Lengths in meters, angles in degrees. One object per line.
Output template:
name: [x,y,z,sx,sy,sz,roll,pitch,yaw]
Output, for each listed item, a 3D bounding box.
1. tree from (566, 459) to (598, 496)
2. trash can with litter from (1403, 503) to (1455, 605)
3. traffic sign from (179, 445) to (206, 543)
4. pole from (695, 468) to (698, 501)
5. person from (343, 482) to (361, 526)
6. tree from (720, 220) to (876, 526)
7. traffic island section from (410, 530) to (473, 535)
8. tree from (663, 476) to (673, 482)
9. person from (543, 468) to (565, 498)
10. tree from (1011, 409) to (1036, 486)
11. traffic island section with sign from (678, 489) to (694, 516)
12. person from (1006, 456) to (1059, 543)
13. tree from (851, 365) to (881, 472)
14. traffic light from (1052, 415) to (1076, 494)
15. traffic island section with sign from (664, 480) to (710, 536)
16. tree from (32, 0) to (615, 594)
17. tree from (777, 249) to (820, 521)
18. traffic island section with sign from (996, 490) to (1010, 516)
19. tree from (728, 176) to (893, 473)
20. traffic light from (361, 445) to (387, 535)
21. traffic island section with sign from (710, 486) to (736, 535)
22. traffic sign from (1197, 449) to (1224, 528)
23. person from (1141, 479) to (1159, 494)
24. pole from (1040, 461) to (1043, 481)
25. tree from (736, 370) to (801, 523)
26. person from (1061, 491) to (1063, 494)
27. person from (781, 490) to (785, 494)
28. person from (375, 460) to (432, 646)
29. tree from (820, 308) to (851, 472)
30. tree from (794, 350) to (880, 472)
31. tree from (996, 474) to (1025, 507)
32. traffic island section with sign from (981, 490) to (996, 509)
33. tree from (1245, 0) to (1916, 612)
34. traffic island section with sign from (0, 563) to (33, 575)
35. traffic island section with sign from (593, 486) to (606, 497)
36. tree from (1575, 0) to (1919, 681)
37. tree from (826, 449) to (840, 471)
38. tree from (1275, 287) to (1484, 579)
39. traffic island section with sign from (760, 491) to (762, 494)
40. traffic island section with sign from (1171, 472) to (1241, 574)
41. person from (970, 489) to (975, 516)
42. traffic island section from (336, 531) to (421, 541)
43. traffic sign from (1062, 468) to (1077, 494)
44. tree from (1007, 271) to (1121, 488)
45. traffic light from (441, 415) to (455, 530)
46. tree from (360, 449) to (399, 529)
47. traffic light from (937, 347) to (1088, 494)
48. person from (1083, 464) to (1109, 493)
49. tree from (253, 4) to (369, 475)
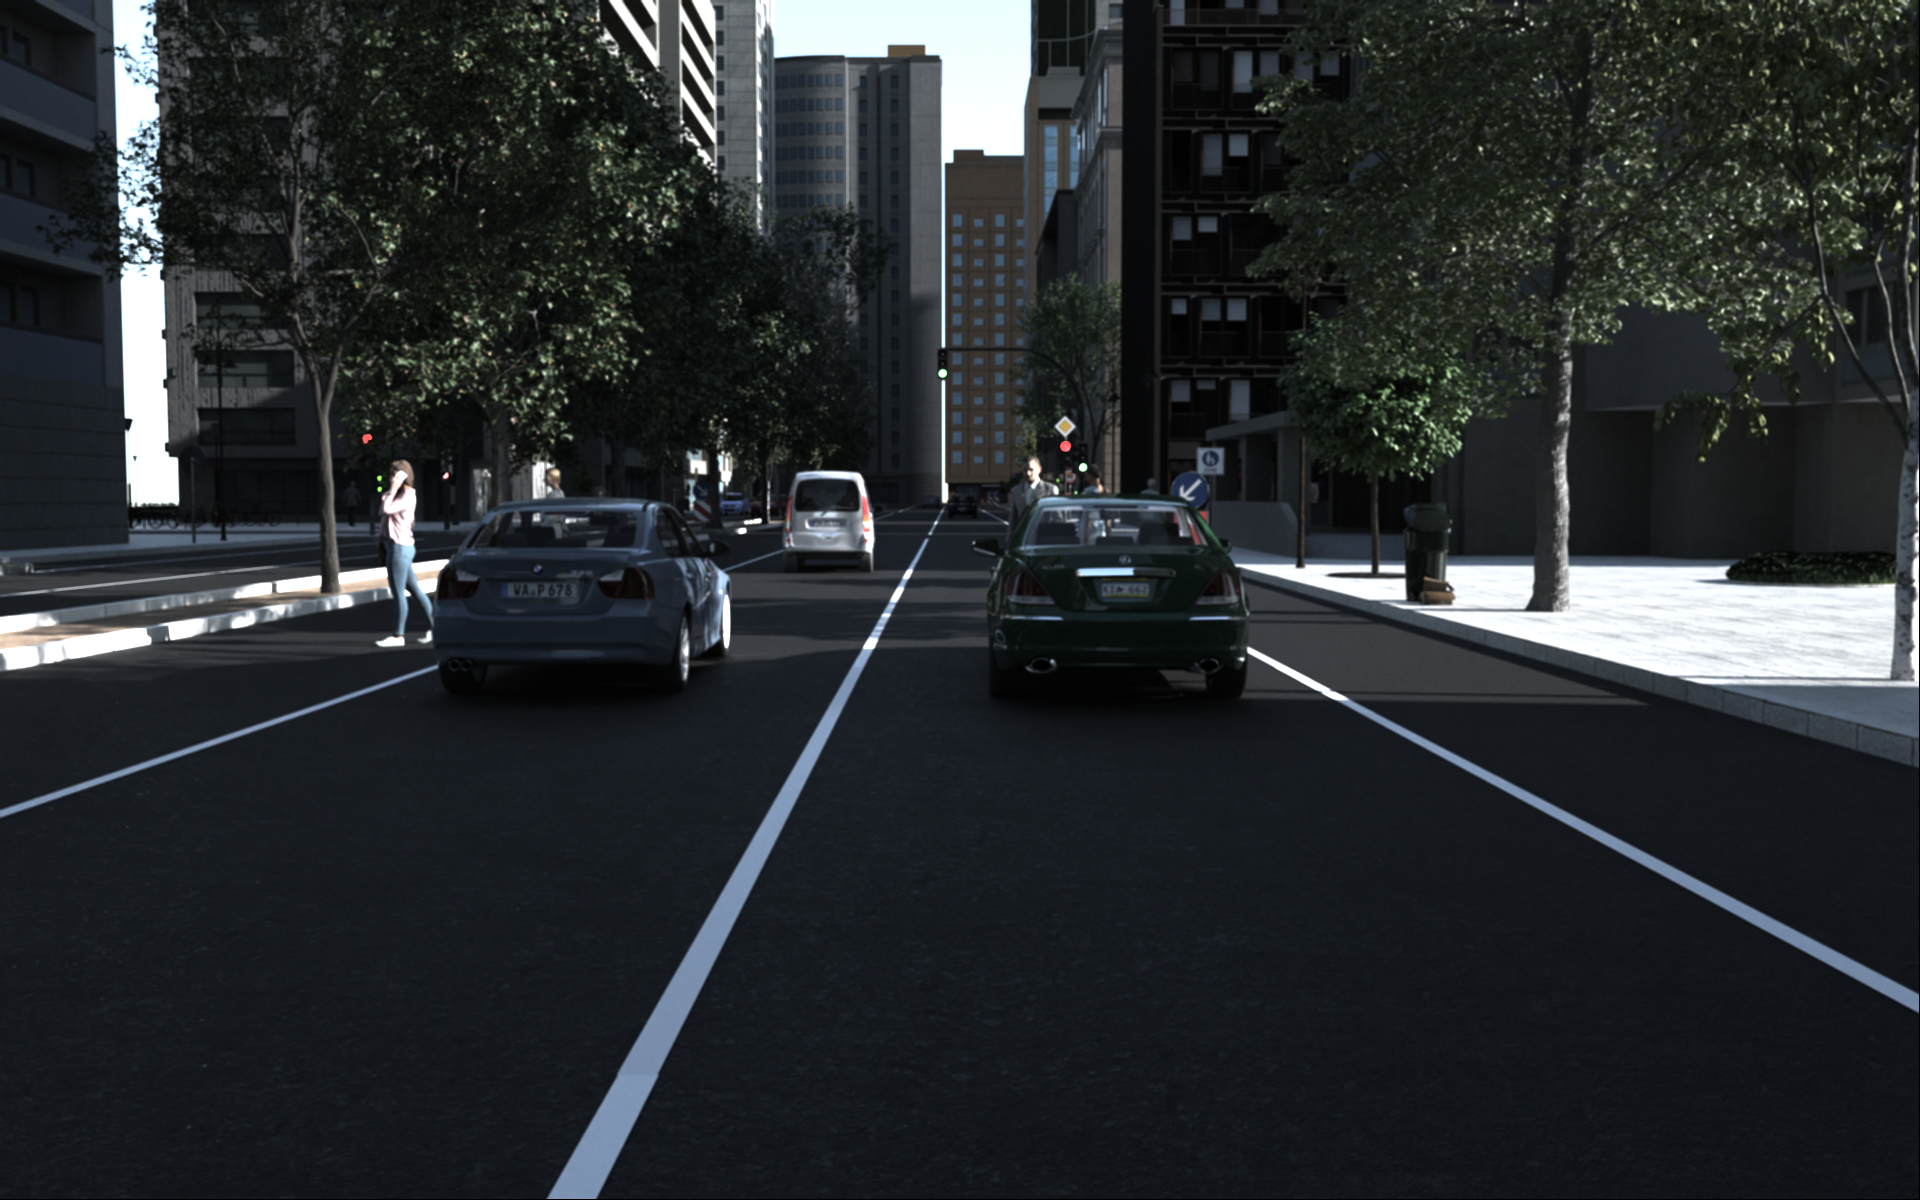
tree: [-20.658,-6.149,95.145,1.663,3.219,1.824,0,3,0]
trash can with litter: [5.604,-0.552,20.405,0.624,1.170,1.055,0,4,-1]
traffic sign: [-19.955,-2.749,45.047,0.768,2.556,0.104,1,4,9]
pole: [-20.404,-8.578,134.089,0.158,3.312,0.155,0,3,0]
person: [-24.231,-3.831,69.072,0.661,1.777,0.834,-1,4,-15]
tree: [-8.751,-10.060,77.300,12.009,13.543,11.850,0,3,0]
traffic island section: [-18.366,-2.427,61.966,2.009,0.180,2.903,0,4,0]
tree: [-21.698,-10.657,124.608,4.360,8.622,3.978,0,3,0]
person: [-5.360,-0.861,22.929,0.624,1.780,0.694,1,4,17]
tree: [5.883,-11.702,141.687,4.737,8.622,4.395,0,3,0]
traffic island section with sign: [-18.291,-6.449,114.063,1.989,1.847,2.006,0,4,0]
person: [0.753,-0.527,17.243,0.709,1.813,0.853,1,4,22]
tree: [-9.157,-10.593,92.664,9.611,12.733,9.660,0,3,0]
traffic light: [3.735,-4.467,61.957,0.839,4.253,0.868,0,4,0]
traffic island section with sign: [-9.052,-2.821,54.261,2.006,1.907,1.989,0,4,0]
tree: [-9.010,-5.383,24.881,8.767,10.594,7.601,0,4,0]
tree: [-8.924,-7.677,44.991,9.611,12.733,9.660,0,3,0]
traffic island section with sign: [3.533,-6.422,113.633,1.989,1.847,2.006,0,4,0]
tree: [-10.684,-15.005,103.684,12.611,20.169,13.585,0,3,0]
traffic light: [-18.286,-3.971,53.847,0.839,4.253,0.868,0,4,0]
traffic island section with sign: [-9.079,-3.274,61.668,2.006,1.907,1.989,0,4,0]
traffic sign: [5.511,-2.204,38.164,0.606,2.300,0.079,0,4,7]
person: [4.224,-1.784,38.147,0.782,1.767,0.515,2,4,32]
pole: [4.983,-6.852,105.870,0.158,3.312,0.155,0,3,0]
tree: [-9.531,-8.128,85.714,4.360,8.622,3.978,0,3,0]
person: [5.805,-5.399,96.919,0.503,1.515,0.523,1,4,15]
person: [-21.099,-12.227,206.681,1.217,1.743,0.721,-2,4,-28]
person: [-5.241,-0.450,16.450,0.643,1.750,0.593,-1,4,-20]
tree: [-9.351,-8.935,65.545,9.611,12.733,9.660,0,3,0]
tree: [-9.351,-12.165,119.487,7.486,12.596,7.792,0,3,0]
tree: [5.173,-11.095,176.007,1.663,3.219,1.824,0,3,0]
traffic island section with sign: [3.277,-9.492,163.824,1.989,1.847,2.006,0,4,0]
tree: [6.894,-6.149,18.669,7.486,12.596,7.792,0,3,0]
traffic island section with sign: [-17.887,-1.373,31.071,1.989,1.847,2.006,0,4,0]
traffic island section with sign: [-18.154,-4.800,87.108,1.989,1.847,2.006,0,4,0]
tree: [6.516,-3.766,11.932,4.737,8.622,4.395,0,3,0]
tree: [-9.239,-9.785,112.800,4.737,8.622,4.395,0,3,0]
tree: [6.542,-2.642,26.912,4.285,4.588,4.351,0,3,0]
traffic island section with sign: [-18.552,-9.491,163.809,1.989,1.847,2.006,0,4,0]
traffic island section with sign: [3.941,-1.385,31.269,1.989,1.847,2.006,0,4,0]
person: [0.828,-6.450,114.444,0.515,1.767,0.782,1,4,16]
traffic island section: [-18.326,-1.939,53.981,2.009,0.180,2.903,0,4,0]
traffic sign: [5.356,-5.158,84.445,0.768,2.556,0.104,0,4,1]
tree: [6.006,-9.428,79.900,9.928,11.665,9.643,0,3,0]
traffic light: [-16.235,-5.334,61.877,4.771,5.953,1.251,0,4,0]
tree: [-21.176,-4.268,64.382,1.663,3.219,1.824,0,3,0]
traffic light: [1.683,-4.841,53.820,4.771,5.953,1.251,0,4,0]
person: [1.769,-0.837,22.280,0.616,1.811,0.778,-3,5,-41]
tree: [-8.946,-6.975,33.507,9.611,12.733,9.660,0,3,0]
